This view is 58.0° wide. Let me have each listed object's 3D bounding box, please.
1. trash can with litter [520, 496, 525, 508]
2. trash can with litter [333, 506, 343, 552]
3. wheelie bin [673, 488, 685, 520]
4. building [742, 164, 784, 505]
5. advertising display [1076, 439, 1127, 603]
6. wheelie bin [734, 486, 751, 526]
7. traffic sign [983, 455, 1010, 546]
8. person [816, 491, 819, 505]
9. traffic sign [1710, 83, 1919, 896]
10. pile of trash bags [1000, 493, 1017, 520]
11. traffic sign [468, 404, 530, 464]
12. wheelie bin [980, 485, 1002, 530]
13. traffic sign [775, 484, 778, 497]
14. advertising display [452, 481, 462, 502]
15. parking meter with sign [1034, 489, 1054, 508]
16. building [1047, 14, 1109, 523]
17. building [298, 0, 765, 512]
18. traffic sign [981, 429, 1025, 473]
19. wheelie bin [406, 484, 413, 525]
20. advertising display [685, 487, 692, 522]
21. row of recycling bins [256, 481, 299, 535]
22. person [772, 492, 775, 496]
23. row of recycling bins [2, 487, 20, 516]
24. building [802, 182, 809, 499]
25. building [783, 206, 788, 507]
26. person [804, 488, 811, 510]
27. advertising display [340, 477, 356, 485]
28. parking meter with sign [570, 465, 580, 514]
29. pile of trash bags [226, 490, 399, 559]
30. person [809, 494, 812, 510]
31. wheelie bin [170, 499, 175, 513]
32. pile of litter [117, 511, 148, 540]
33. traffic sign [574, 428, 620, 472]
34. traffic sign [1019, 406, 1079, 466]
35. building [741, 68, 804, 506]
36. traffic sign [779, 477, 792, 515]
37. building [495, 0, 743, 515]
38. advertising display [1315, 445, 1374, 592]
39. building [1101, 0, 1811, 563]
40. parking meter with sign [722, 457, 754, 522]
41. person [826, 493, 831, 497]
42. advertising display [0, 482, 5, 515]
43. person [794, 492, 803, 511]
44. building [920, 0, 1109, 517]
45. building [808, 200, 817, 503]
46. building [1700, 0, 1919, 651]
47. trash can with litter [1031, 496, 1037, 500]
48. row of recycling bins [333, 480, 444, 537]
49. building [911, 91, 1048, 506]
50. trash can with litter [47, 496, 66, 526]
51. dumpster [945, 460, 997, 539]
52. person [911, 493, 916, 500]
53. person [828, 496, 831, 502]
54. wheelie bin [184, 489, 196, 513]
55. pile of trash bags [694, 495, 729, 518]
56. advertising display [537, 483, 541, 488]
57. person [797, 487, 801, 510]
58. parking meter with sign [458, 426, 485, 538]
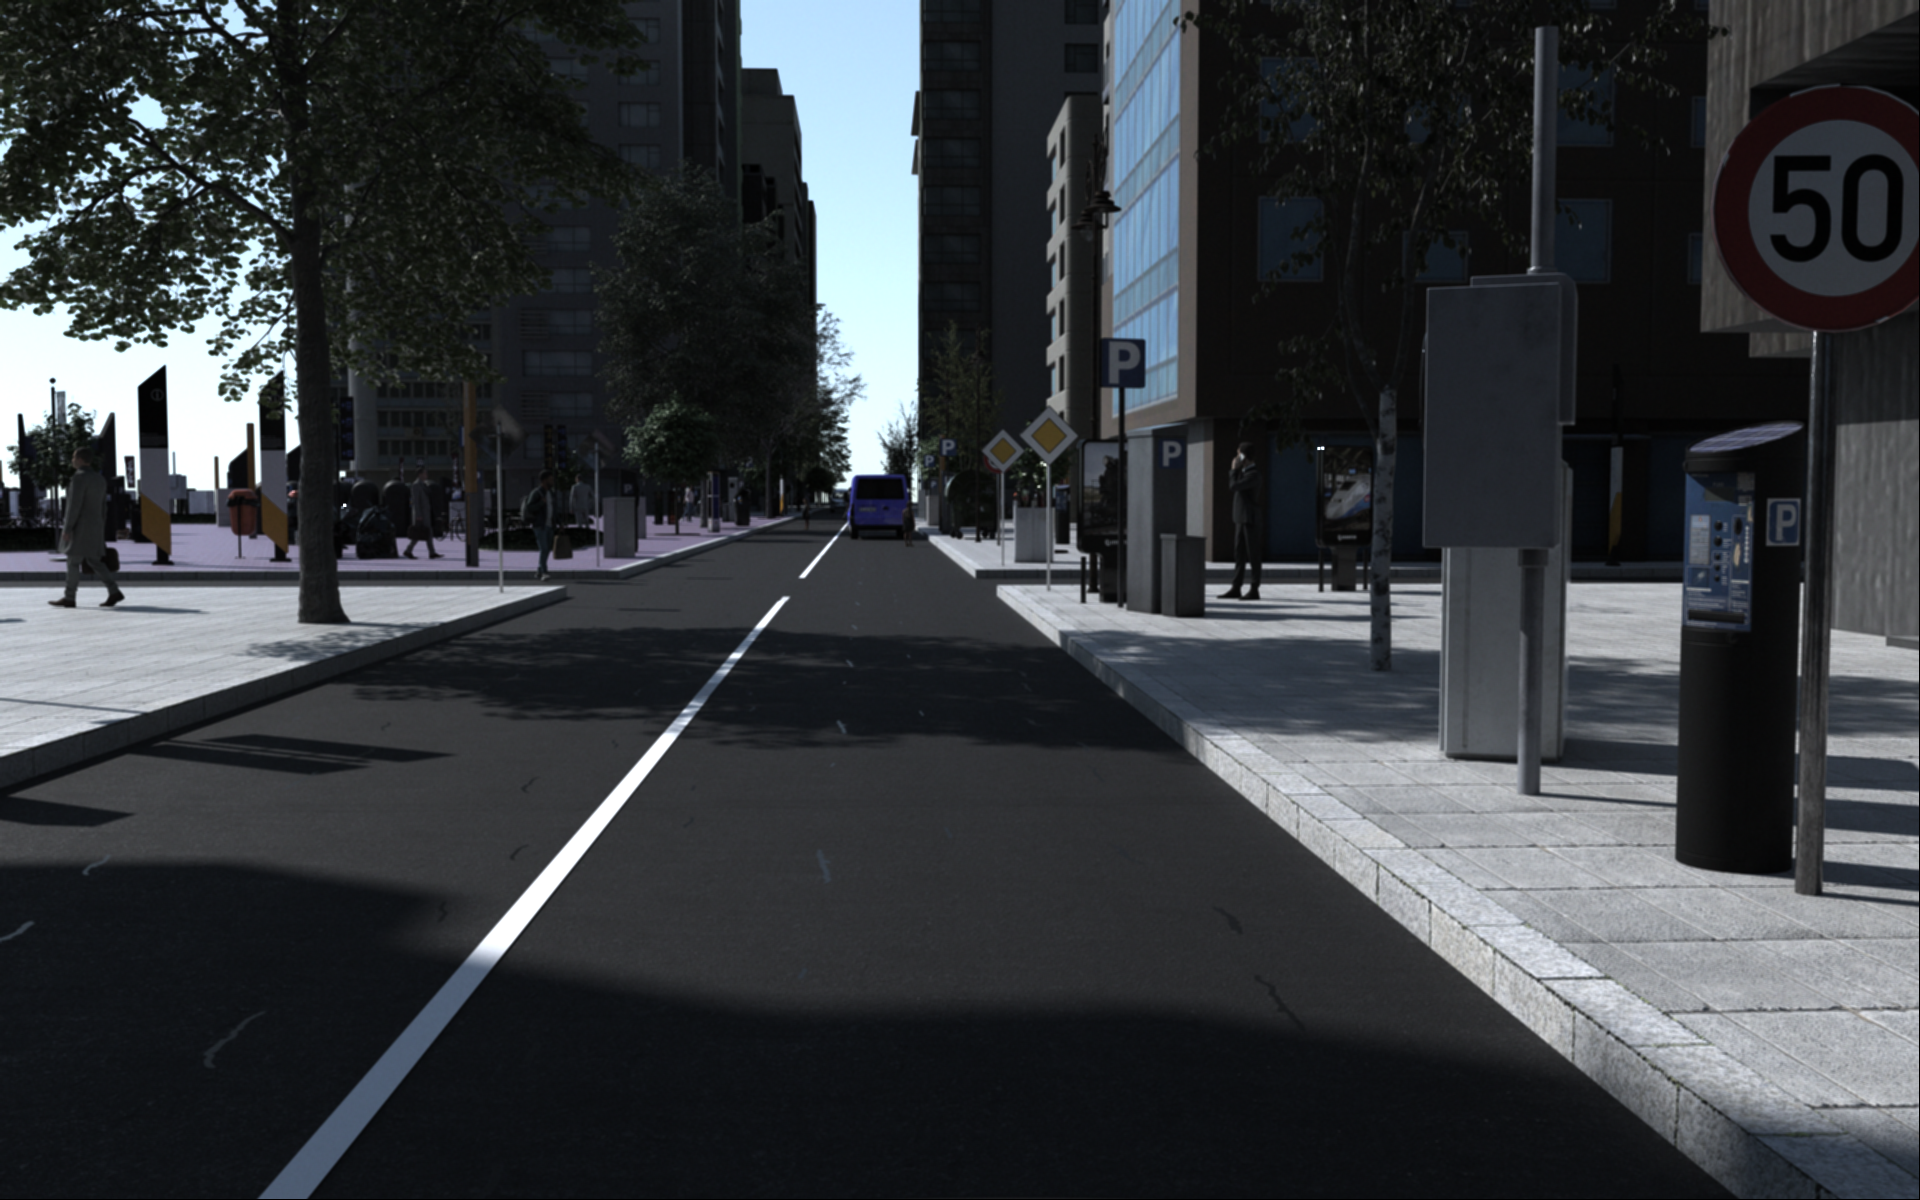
[{"bbox_3d":[-21.211,-4.465,84.057,1.678,1.210,2.233,-2,4,-34],"label":"trash can with litter"},{"bbox_3d":[-13.404,-1.554,36.788,0.624,1.170,1.055,-3,5,-41],"label":"trash can with litter"},{"bbox_3d":[-14.199,-4.828,86.844,0.693,1.594,0.980,-3,5,-42],"label":"wheelie bin"},{"bbox_3d":[-23.171,-23.197,150.976,14.160,30.474,14.107,0,4,-3],"label":"building"},{"bbox_3d":[1.837,-0.934,20.490,0.974,1.923,0.123,-2,4,-24],"label":"advertising display"},{"bbox_3d":[-8.771,-3.792,69.900,0.693,1.594,0.980,-1,4,-13],"label":"wheelie bin"},{"bbox_3d":[0.966,-2.629,43.085,0.768,2.556,0.104,0,4,6],"label":"traffic sign"},{"bbox_3d":[-15.973,-11.491,194.635,0.721,1.736,1.217,-1,4,-18],"label":"person"},{"bbox_3d":[2.727,-0.329,5.489,0.768,2.556,0.104,0,4,2],"label":"traffic sign"},{"bbox_3d":[1.930,-4.761,87.600,3.447,1.369,1.912,-3,5,-41],"label":"pile of trash bags"},{"bbox_3d":[-5.993,-1.243,22.516,0.795,2.593,0.064,0,4,-3],"label":"traffic sign"},{"bbox_3d":[0.995,-3.260,61.216,0.980,1.594,0.693,-2,4,-26],"label":"wheelie bin"},{"bbox_3d":[-10.998,-6.308,103.239,0.768,2.556,0.104,0,4,5],"label":"traffic sign"},{"bbox_3d":[-25.559,-5.021,87.302,0.974,1.923,0.123,0,4,5],"label":"advertising display"},{"bbox_3d":[3.133,-4.114,63.525,0.543,3.016,1.738,1,4,16],"label":"parking meter with sign"},{"bbox_3d":[18.774,-13.795,70.593,27.650,21.520,28.899,0,4,-3],"label":"building"},{"bbox_3d":[-30.955,-26.859,131.024,32.217,40.220,23.993,0,4,-3],"label":"building"},{"bbox_3d":[0.786,-1.752,30.835,0.795,2.593,0.064,0,4,-3],"label":"traffic sign"},{"bbox_3d":[-17.310,-2.820,54.009,0.980,1.594,0.693,2,4,34],"label":"wheelie bin"},{"bbox_3d":[-12.565,-4.583,80.150,0.123,1.923,0.974,-1,4,-21],"label":"advertising display"},{"bbox_3d":[-20.705,-2.913,54.744,3.534,1.692,1.069,1,4,10],"label":"row of recycling bins"},{"bbox_3d":[-13.265,-7.110,125.476,0.799,1.438,0.628,-2,4,-34],"label":"person"},{"bbox_3d":[-55.399,-5.690,100.144,1.069,1.692,3.534,0,4,-2],"label":"row of recycling bins"},{"bbox_3d":[-26.497,-32.834,220.435,14.154,41.232,14.086,0,4,-3],"label":"building"},{"bbox_3d":[-23.865,-24.060,165.087,14.160,30.474,14.107,0,4,-3],"label":"building"},{"bbox_3d":[-12.164,-8.051,138.338,0.621,1.740,0.551,0,4,-3],"label":"person"},{"bbox_3d":[-22.761,-3.623,64.454,0.123,1.923,0.974,0,4,7],"label":"advertising display"},{"bbox_3d":[-23.131,-6.587,103.957,0.543,3.016,1.738,-1,4,-22],"label":"parking meter with sign"},{"bbox_3d":[-13.019,-1.541,34.952,3.447,1.369,1.912,0,4,-5],"label":"pile of trash bags"},{"bbox_3d":[-12.255,-8.205,140.636,0.568,1.767,0.683,1,4,18],"label":"person"},{"bbox_3d":[-37.435,-4.512,81.674,0.693,1.594,0.980,0,4,-4],"label":"wheelie bin"},{"bbox_3d":[-23.334,-2.143,49.010,1.719,0.858,1.176,-2,4,-26],"label":"pile of litter"},{"bbox_3d":[-6.400,-1.731,30.491,0.795,2.593,0.064,0,4,-3],"label":"traffic sign"},{"bbox_3d":[1.193,-1.264,22.860,0.795,2.593,0.064,0,4,-3],"label":"traffic sign"},{"bbox_3d":[-29.405,-35.327,201.302,21.300,48.544,21.600,0,4,-3],"label":"building"},{"bbox_3d":[-10.538,-6.366,104.086,0.884,2.594,0.081,0,4,4],"label":"traffic sign"},{"bbox_3d":[-21.647,-26.229,112.438,14.154,41.232,14.086,0,4,-3],"label":"building"},{"bbox_3d":[5.081,-1.080,22.878,0.974,1.923,0.123,-2,4,-35],"label":"advertising display"},{"bbox_3d":[11.077,-23.717,37.889,14.200,45.320,14.600,0,4,-3],"label":"building"},{"bbox_3d":[-10.165,-5.051,78.847,1.738,3.016,0.543,3,5,41],"label":"parking meter with sign"},{"bbox_3d":[-19.122,-15.223,254.872,1.348,1.831,0.705,2,4,25],"label":"person"},{"bbox_3d":[-51.118,-5.298,91.839,0.974,1.923,0.123,1,4,12],"label":"advertising display"},{"bbox_3d":[-12.044,-7.303,128.704,1.065,1.426,0.557,3,5,40],"label":"person"},{"bbox_3d":[4.668,-20.024,99.090,14.160,30.474,14.107,0,4,-3],"label":"building"},{"bbox_3d":[-28.285,-37.069,256.187,14.600,45.320,14.200,0,4,-3],"label":"building"},{"bbox_3d":[13.747,-14.752,12.901,14.160,30.474,14.107,0,4,-3],"label":"building"},{"bbox_3d":[3.207,-4.311,81.869,1.055,1.170,0.624,2,4,33],"label":"trash can with litter"},{"bbox_3d":[-17.227,-2.724,51.653,3.534,1.692,1.069,-1,4,-10],"label":"row of recycling bins"},{"bbox_3d":[8.389,-38.746,222.737,28.713,52.752,27.495,0,4,-3],"label":"building"},{"bbox_3d":[-36.245,-3.582,69.626,1.678,1.210,2.233,-1,4,-8],"label":"trash can with litter"},{"bbox_3d":[0.348,-2.900,49.913,1.502,2.255,1.985,0,4,-3],"label":"dumpster"},{"bbox_3d":[-5.078,-10.447,177.540,1.217,1.739,0.721,1,4,21],"label":"person"},{"bbox_3d":[-18.593,-14.640,246.126,0.721,1.735,1.217,-3,5,-43],"label":"person"},{"bbox_3d":[-44.044,-5.583,99.188,0.980,1.594,0.693,0,4,2],"label":"wheelie bin"},{"bbox_3d":[-13.374,-5.161,94.142,1.912,1.369,3.447,-1,4,-15],"label":"pile of trash bags"},{"bbox_3d":[-25.006,-6.056,104.234,0.974,1.923,0.123,1,4,15],"label":"advertising display"},{"bbox_3d":[-12.950,-8.125,138.878,0.705,1.826,1.348,0,4,5],"label":"person"},{"bbox_3d":[-12.212,-2.887,43.466,0.543,3.016,1.738,-1,4,-20],"label":"parking meter with sign"}]
